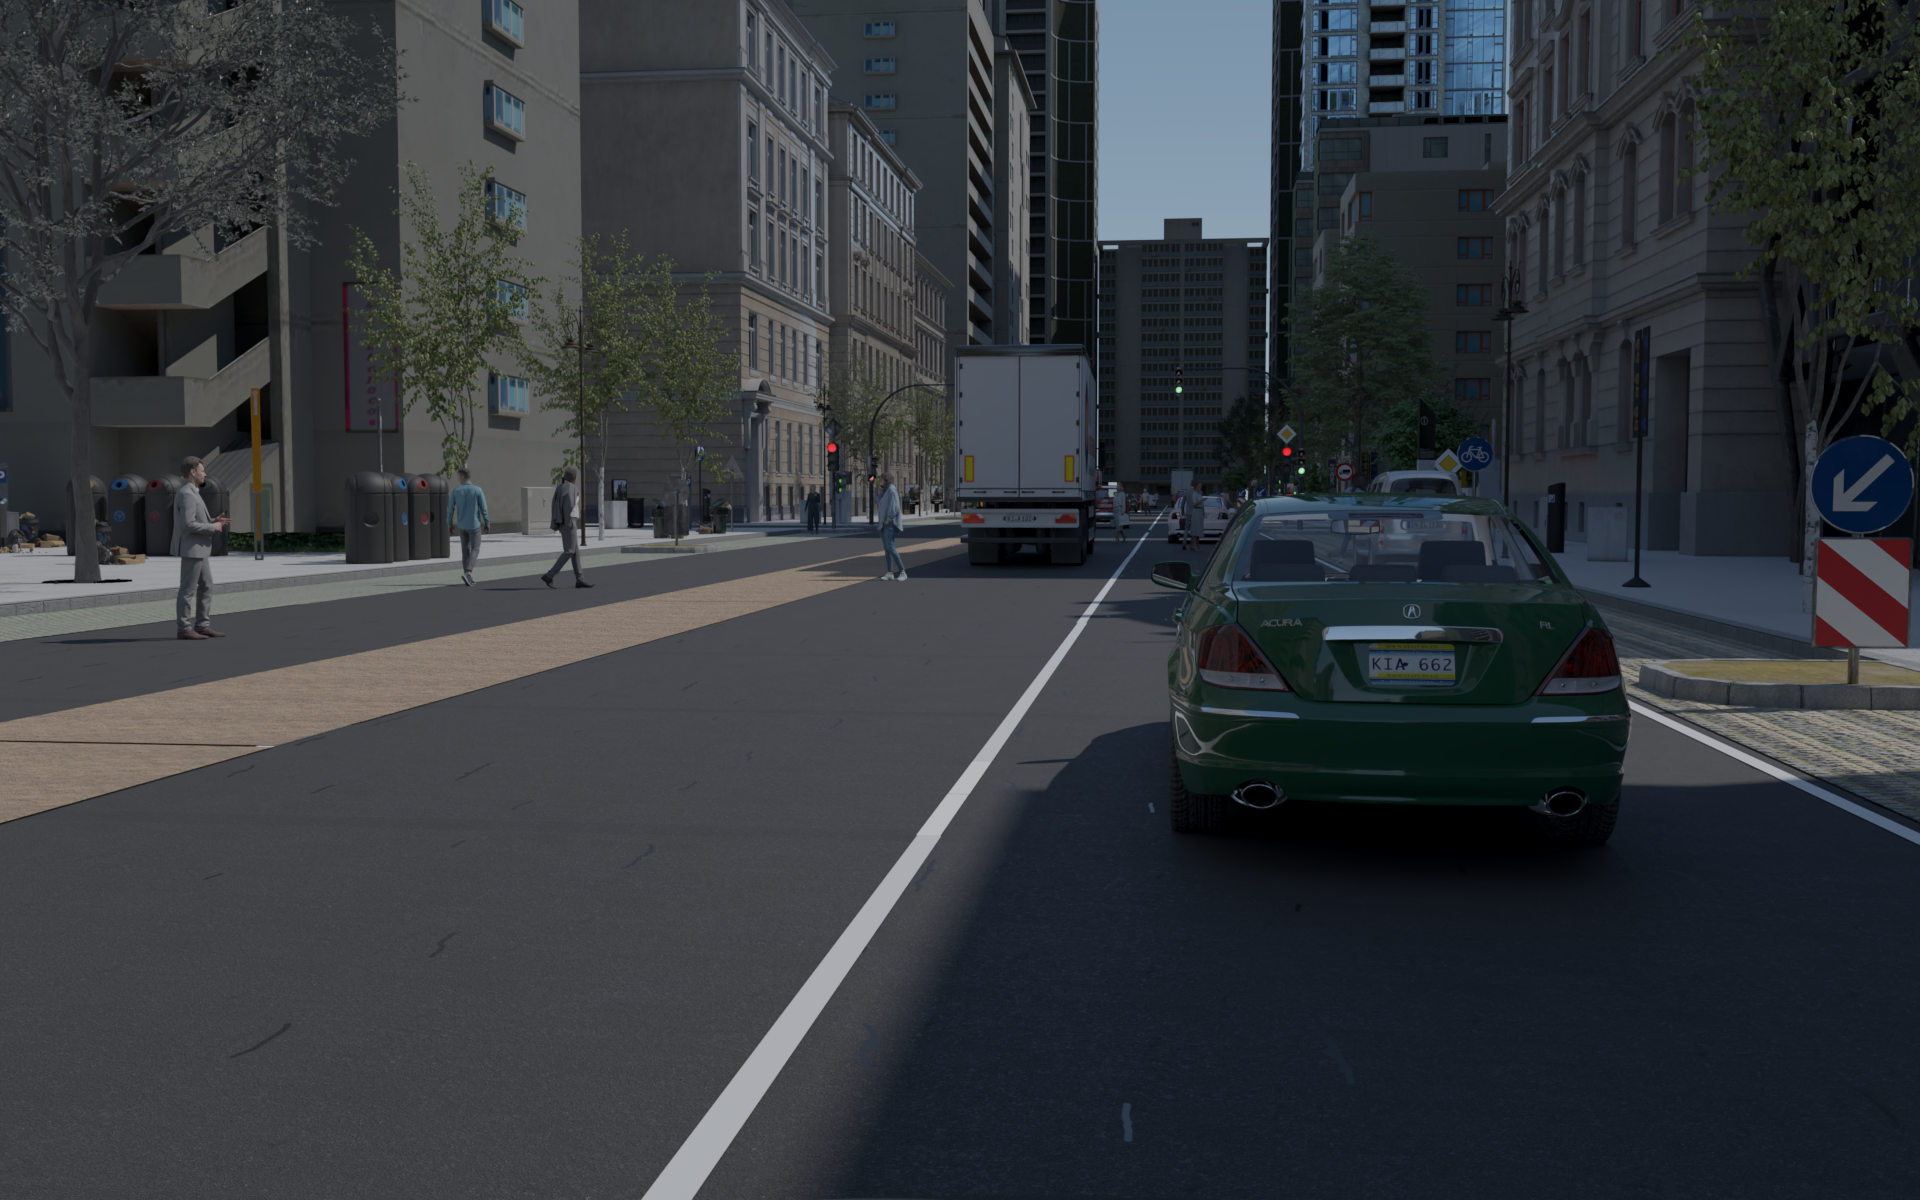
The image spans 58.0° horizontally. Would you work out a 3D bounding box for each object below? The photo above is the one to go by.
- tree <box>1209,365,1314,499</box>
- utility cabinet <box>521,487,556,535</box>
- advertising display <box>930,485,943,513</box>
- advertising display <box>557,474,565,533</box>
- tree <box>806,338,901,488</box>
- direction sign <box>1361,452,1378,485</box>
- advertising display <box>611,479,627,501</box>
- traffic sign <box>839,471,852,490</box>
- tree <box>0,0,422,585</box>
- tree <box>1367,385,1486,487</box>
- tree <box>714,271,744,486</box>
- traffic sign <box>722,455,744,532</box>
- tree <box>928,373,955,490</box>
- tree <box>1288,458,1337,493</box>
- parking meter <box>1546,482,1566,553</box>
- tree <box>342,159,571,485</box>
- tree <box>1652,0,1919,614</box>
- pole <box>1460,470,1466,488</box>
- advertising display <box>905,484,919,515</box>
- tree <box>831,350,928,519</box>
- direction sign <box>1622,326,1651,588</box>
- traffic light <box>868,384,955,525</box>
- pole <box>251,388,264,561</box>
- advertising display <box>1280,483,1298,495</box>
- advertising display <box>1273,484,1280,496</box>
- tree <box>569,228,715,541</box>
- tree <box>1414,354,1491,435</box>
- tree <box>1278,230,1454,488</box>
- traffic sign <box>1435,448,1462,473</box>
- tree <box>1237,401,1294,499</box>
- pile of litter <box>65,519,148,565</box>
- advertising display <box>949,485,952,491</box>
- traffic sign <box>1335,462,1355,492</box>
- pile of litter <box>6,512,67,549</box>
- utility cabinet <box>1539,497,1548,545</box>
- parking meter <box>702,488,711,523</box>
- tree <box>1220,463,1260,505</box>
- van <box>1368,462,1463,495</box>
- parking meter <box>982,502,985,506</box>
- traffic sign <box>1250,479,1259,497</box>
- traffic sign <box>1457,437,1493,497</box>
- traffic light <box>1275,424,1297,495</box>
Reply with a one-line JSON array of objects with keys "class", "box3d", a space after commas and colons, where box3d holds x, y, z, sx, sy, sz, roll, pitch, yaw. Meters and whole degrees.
[{"class": "tree", "box3d": [22.632, -11.753, 126.568, 8.767, 10.594, 7.601, 1, 4, 16]}, {"class": "utility cabinet", "box3d": [-13.211, -2.795, 54.371, 0.318, 1.500, 1.173, 2, 4, 34]}, {"class": "advertising display", "box3d": [-1.603, -6.951, 118.868, 0.974, 1.923, 0.123, -2, 4, -33]}, {"class": "advertising display", "box3d": [-13.060, -3.153, 56.763, 0.123, 1.923, 0.974, -1, 4, -21]}, {"class": "tree", "box3d": [-5.222, -8.037, 81.767, 4.360, 8.622, 3.978, 0, 3, 0]}, {"class": "direction sign", "box3d": [21.962, -6.176, 92.967, 0.876, 3.537, 0.379, 0, 4, -6]}, {"class": "advertising display", "box3d": [-14.834, -4.294, 75.416, 0.123, 1.923, 0.974, 2, 4, 25]}, {"class": "traffic sign", "box3d": [-5.176, -4.659, 78.307, 0.606, 2.300, 0.079, 1, 4, 11]}, {"class": "tree", "box3d": [-12.746, -6.988, 24.622, 12.009, 13.543, 11.850, 0, 3, 0]}, {"class": "tree", "box3d": [13.965, -4.180, 52.055, 4.285, 4.588, 4.351, 0, 3, 0]}, {"class": "tree", "box3d": [-8.453, -6.271, 52.897, 4.737, 8.622, 4.395, 0, 3, 0]}, {"class": "traffic sign", "box3d": [-7.671, -3.559, 58.188, 0.884, 2.594, 0.081, 1, 4, 15]}, {"class": "tree", "box3d": [-1.739, -9.369, 103.551, 4.737, 8.622, 4.395, 0, 3, 0]}, {"class": "tree", "box3d": [16.918, -5.400, 82.888, 1.663, 3.219, 1.824, 0, 3, 0]}, {"class": "parking meter", "box3d": [13.003, -1.797, 37.788, 0.372, 1.533, 0.369, 0, 3, 0]}, {"class": "tree", "box3d": [-10.979, -5.319, 37.333, 4.737, 8.622, 4.395, 0, 3, 0]}, {"class": "tree", "box3d": [9.166, -4.142, 18.088, 4.737, 8.622, 4.395, 0, 3, 0]}, {"class": "pole", "box3d": [16.409, -3.834, 56.524, 0.158, 3.312, 0.155, 0, 3, 0]}, {"class": "advertising display", "box3d": [-2.987, -6.326, 108.641, 0.974, 1.923, 0.123, 1, 4, 13]}, {"class": "tree", "box3d": [-4.468, -8.443, 88.403, 4.737, 8.622, 4.395, 0, 3, 0]}, {"class": "direction sign", "box3d": [9.342, -1.946, 23.810, 0.379, 3.537, 0.876, 1, 4, 10]}, {"class": "traffic light", "box3d": [-1.573, -5.930, 71.617, 4.771, 5.953, 1.251, 0, 4, 7]}, {"class": "pole", "box3d": [-13.565, -2.421, 33.422, 0.158, 3.312, 0.155, 0, 3, 0]}, {"class": "advertising display", "box3d": [19.745, -6.010, 103.477, 0.974, 1.923, 0.123, 0, 4, -8]}, {"class": "advertising display", "box3d": [20.344, -6.404, 109.924, 0.974, 1.923, 0.123, -1, 4, -17]}, {"class": "tree", "box3d": [-10.115, -5.950, 47.647, 4.737, 8.622, 4.395, 0, 3, 0]}, {"class": "tree", "box3d": [25.363, -8.569, 90.472, 4.360, 8.622, 3.978, 0, 3, 0]}, {"class": "tree", "box3d": [17.519, -9.594, 74.985, 7.486, 12.596, 7.792, 0, 3, 0]}, {"class": "traffic sign", "box3d": [12.296, -2.598, 43.661, 0.795, 2.450, 0.064, 1, 4, 15]}, {"class": "tree", "box3d": [24.373, -11.372, 136.286, 4.737, 8.622, 4.395, 0, 3, 0]}, {"class": "pile of litter", "box3d": [-15.616, -1.100, 31.951, 1.176, 0.858, 1.719, -1, 4, -15]}, {"class": "advertising display", "box3d": [-0.623, -7.138, 121.917, 0.123, 1.923, 0.974, 1, 4, 9]}, {"class": "traffic sign", "box3d": [15.480, -4.258, 69.720, 0.768, 2.556, 0.104, 1, 4, 17]}, {"class": "pile of litter", "box3d": [-22.027, -1.680, 41.426, 1.176, 0.858, 1.719, 2, 4, 28]}, {"class": "utility cabinet", "box3d": [14.785, -1.975, 43.455, 0.306, 1.237, 1.020, 0, 4, 6]}, {"class": "parking meter", "box3d": [-11.008, -4.089, 75.259, 0.372, 1.533, 0.369, 0, 3, 0]}, {"class": "tree", "box3d": [32.338, -13.487, 204.227, 4.285, 4.588, 4.351, 0, 3, 0]}, {"class": "van", "box3d": [8.224, -1.517, 31.815, 2.013, 2.044, 4.112, 0, 4, 7]}, {"class": "parking meter", "box3d": [1.950, -7.982, 136.211, 0.399, 1.863, 0.255, -3, 5, -41]}, {"class": "traffic sign", "box3d": [24.106, -8.669, 141.838, 0.768, 2.556, 0.104, 0, 4, 8]}, {"class": "traffic sign", "box3d": [11.469, -2.356, 38.632, 0.768, 2.556, 0.104, 1, 4, 11]}, {"class": "traffic light", "box3d": [13.124, -4.945, 69.774, 0.839, 4.253, 0.868, 0, 4, 7]}]
